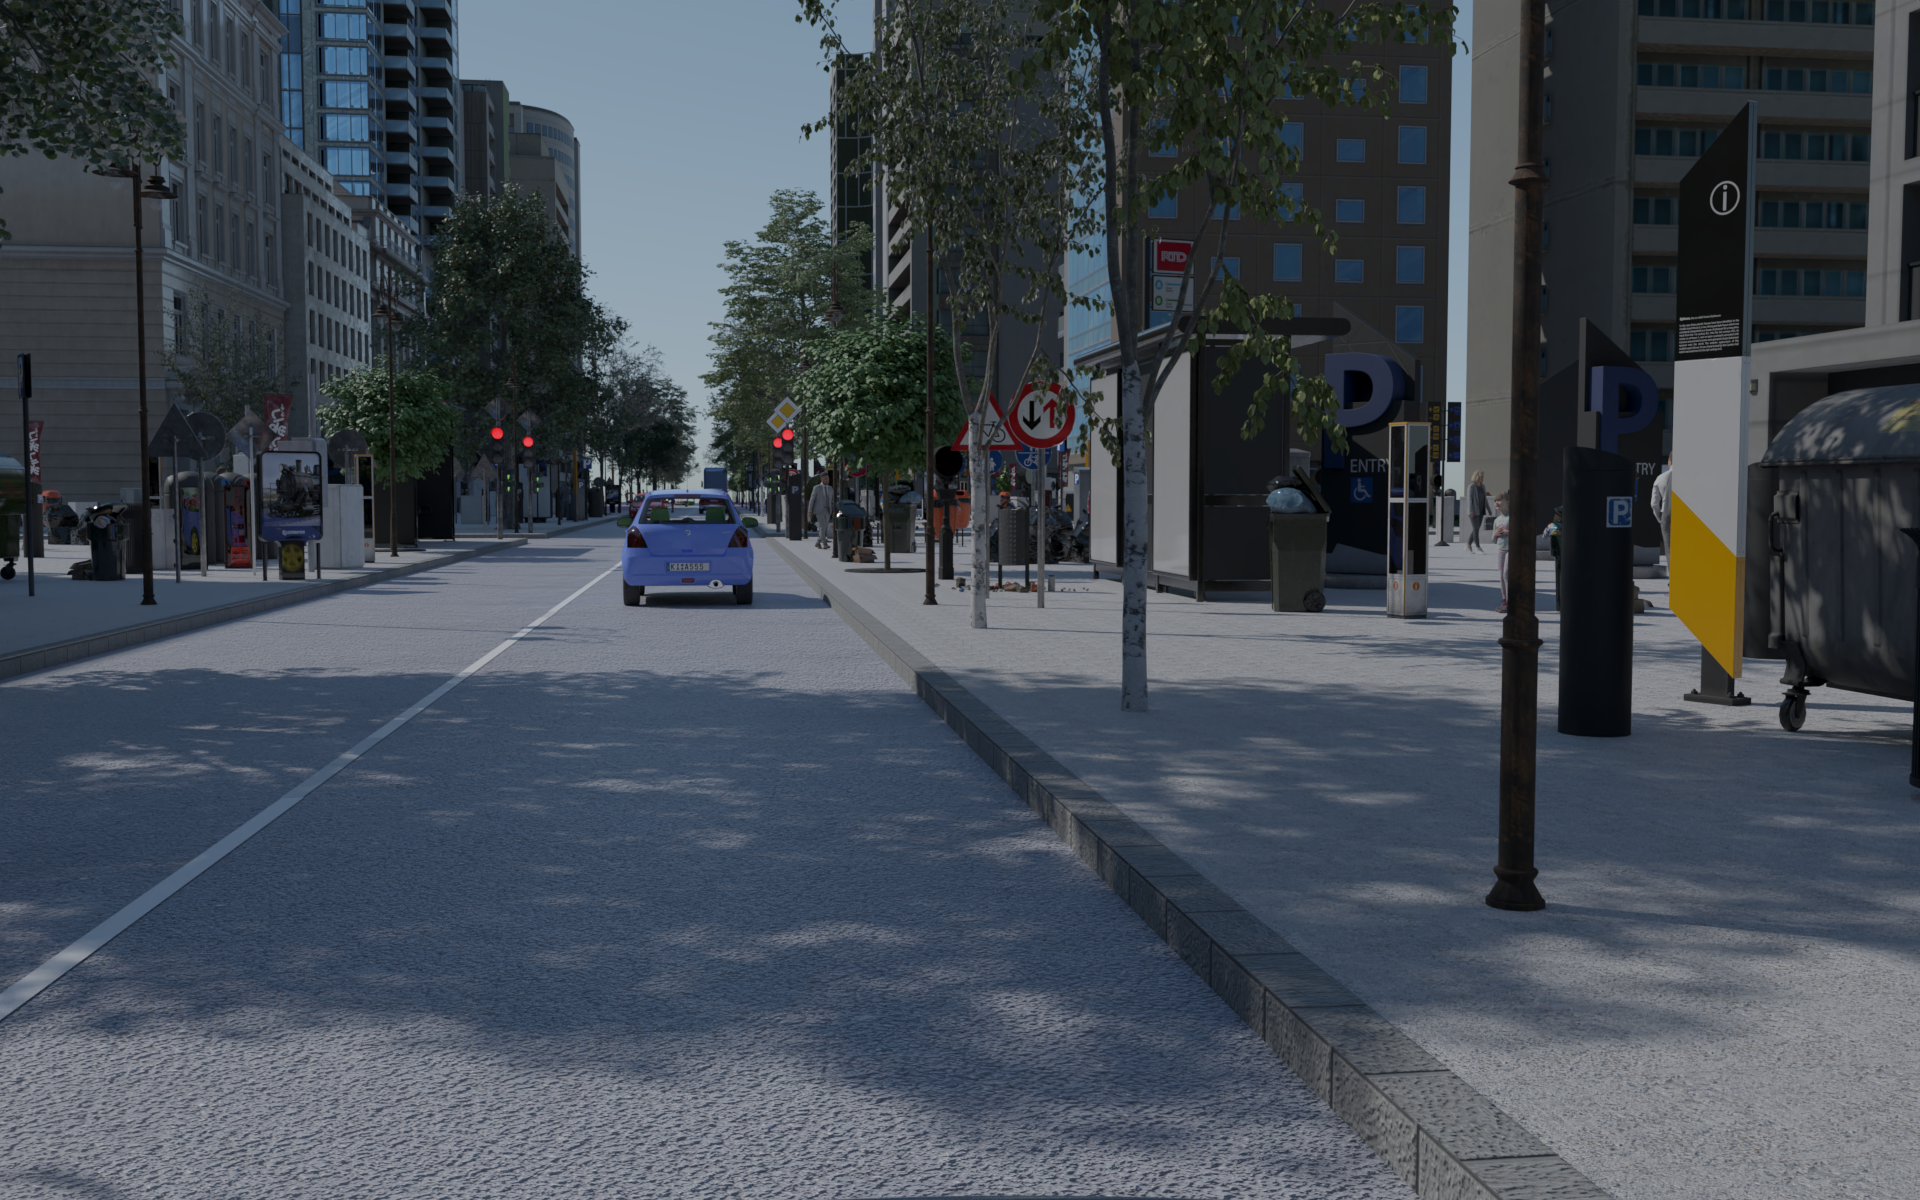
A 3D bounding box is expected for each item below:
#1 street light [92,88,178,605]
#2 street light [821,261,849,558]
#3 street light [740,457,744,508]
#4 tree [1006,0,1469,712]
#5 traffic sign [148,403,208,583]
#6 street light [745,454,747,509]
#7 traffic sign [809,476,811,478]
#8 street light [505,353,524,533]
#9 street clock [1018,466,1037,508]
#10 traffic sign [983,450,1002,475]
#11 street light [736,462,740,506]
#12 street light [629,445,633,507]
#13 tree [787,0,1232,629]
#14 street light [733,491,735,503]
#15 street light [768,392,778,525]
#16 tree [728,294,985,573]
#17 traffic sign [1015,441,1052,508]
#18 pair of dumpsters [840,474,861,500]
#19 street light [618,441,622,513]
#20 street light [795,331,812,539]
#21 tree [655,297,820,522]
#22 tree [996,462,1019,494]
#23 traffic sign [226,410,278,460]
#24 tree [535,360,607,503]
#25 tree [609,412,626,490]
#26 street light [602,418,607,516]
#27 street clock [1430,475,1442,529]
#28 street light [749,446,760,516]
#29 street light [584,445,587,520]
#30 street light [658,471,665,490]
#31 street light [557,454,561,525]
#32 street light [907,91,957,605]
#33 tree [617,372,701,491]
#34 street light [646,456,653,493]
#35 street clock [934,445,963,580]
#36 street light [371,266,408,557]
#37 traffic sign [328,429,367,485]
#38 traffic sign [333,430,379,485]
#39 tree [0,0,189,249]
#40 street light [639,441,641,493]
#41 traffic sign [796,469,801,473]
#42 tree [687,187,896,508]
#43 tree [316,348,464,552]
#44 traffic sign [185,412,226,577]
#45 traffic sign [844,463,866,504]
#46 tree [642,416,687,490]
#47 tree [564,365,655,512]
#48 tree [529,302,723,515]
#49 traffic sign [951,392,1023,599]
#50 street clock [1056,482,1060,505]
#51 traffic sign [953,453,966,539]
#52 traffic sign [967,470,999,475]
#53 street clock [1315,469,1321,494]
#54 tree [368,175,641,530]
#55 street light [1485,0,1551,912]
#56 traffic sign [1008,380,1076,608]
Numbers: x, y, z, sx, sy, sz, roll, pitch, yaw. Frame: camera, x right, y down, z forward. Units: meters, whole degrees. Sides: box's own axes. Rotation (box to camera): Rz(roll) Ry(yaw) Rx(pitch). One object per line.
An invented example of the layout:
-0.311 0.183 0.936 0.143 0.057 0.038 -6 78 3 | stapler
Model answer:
-9.409 -2.882 19.910 0.468 5.910 1.993 0 4 -8 | street light
-2.496 -3.779 34.568 0.468 5.910 1.993 0 4 -8 | street light
-18.287 -10.715 147.976 0.468 5.910 1.993 0 4 -8 | street light
1.219 -3.639 9.853 4.737 8.622 4.395 0 3 0 | tree
-11.265 -1.522 24.889 0.884 2.594 0.081 0 4 -6 | traffic sign
-15.923 -9.692 131.254 0.468 5.910 1.993 0 4 -8 | street light
-10.463 -7.267 118.921 0.768 2.556 0.104 0 4 -3 | traffic sign
-14.612 -5.145 56.903 0.468 5.910 1.993 0 4 -8 | street light
1.710 -2.438 44.436 0.358 2.002 0.471 2 4 35 | street clock
0.727 -2.768 45.365 0.768 2.556 0.104 0 4 0 | traffic sign
-22.502 -12.572 178.331 0.468 5.910 1.993 0 4 -8 | street light
-25.152 -9.783 132.734 0.468 5.910 1.993 0 4 -8 | street light
0.245 -4.020 16.089 4.360 8.622 3.978 0 3 0 | tree
-26.692 -14.369 207.725 0.468 5.910 1.993 0 4 -8 | street light
-7.582 -6.050 71.701 0.468 5.910 1.993 0 4 -8 | street light
-1.134 -2.748 28.640 4.285 4.588 4.351 0 3 0 | tree
1.553 -2.236 36.667 0.768 2.556 0.104 0 3 0 | traffic sign
-5.895 -5.185 87.276 1.574 2.255 4.437 0 4 -8 | pair of dumpsters
-22.761 -8.738 115.661 0.468 5.910 1.993 0 4 -8 | street light
-4.407 -4.678 49.265 0.468 5.910 1.993 0 4 -8 | street light
-8.128 -8.868 79.402 8.767 10.594 7.601 1 4 18 | tree
2.683 -6.618 102.800 1.663 3.219 1.824 0 3 0 | tree
-11.141 -1.683 27.247 0.795 2.593 0.064 0 4 -7 | traffic sign
-20.146 -8.505 89.411 4.360 8.622 3.978 0 3 0 | tree
-27.467 -11.796 143.229 4.737 8.622 4.395 0 3 0 | tree
-20.684 -7.841 100.987 0.468 5.910 1.993 0 4 -8 | street light
17.734 -3.663 64.452 0.471 2.002 0.358 -1 4 -23 | street clock
-13.845 -8.786 116.433 0.468 5.910 1.993 0 4 -8 | street light
-18.679 -6.940 86.264 0.468 5.910 1.993 0 4 -8 | street light
-35.417 -14.278 206.231 0.468 5.910 1.993 0 4 -8 | street light
-16.604 -6.043 71.589 0.468 5.910 1.993 0 4 -8 | street light
-0.343 -2.882 19.904 0.468 5.910 1.993 0 4 -8 | street light
-32.137 -16.883 182.696 9.857 13.997 8.962 0 3 0 | tree
-29.338 -11.584 162.187 0.468 5.910 1.993 0 4 -8 | street light
-0.208 -1.307 25.936 0.471 2.002 0.358 -1 4 -20 | street clock
-11.568 -3.821 35.255 0.468 5.910 1.993 0 4 -8 | street light
-11.988 -2.068 33.918 0.768 2.556 0.104 0 4 0 | traffic sign
-12.206 -2.141 35.012 0.884 2.594 0.081 0 4 -7 | traffic sign
-9.459 -6.443 11.998 9.857 13.997 8.962 0 3 0 | tree
-27.242 -10.687 147.515 0.468 5.910 1.993 0 4 -8 | street light
-8.318 -5.487 89.816 0.768 2.556 0.104 0 4 -5 | traffic sign
-5.970 -8.992 65.141 7.486 12.596 7.792 0 3 0 | tree
-12.802 -3.365 38.735 4.285 4.588 4.351 0 3 0 | tree
-11.759 -1.636 26.857 0.768 2.556 0.104 0 4 0 | traffic sign
-3.025 -3.109 50.932 0.768 2.556 0.104 0 4 -1 | traffic sign
-42.790 -20.486 253.067 7.486 12.596 7.792 0 3 0 | tree
-24.147 -11.521 122.777 8.767 10.594 7.601 -2 4 -27 | tree
-22.359 -12.063 107.593 12.009 13.543 11.850 0 3 0 | tree
0.330 -1.295 21.182 0.884 2.594 0.081 0 4 0 | traffic sign
6.024 -6.176 105.548 0.358 2.002 0.471 -2 4 -33 | street clock
-0.204 -3.030 49.645 0.768 2.556 0.104 0 4 2 | traffic sign
0.633 -2.913 47.628 0.884 2.594 0.081 0 4 -6 | traffic sign
10.226 -2.704 48.778 0.471 2.002 0.358 1 4 15 | street clock
-16.482 -8.925 62.932 9.611 12.733 9.660 0 3 0 | tree
1.734 -1.984 5.230 0.468 5.910 1.993 0 4 -8 | street light
0.912 -1.182 19.425 0.768 2.556 0.104 0 4 -2 | traffic sign
